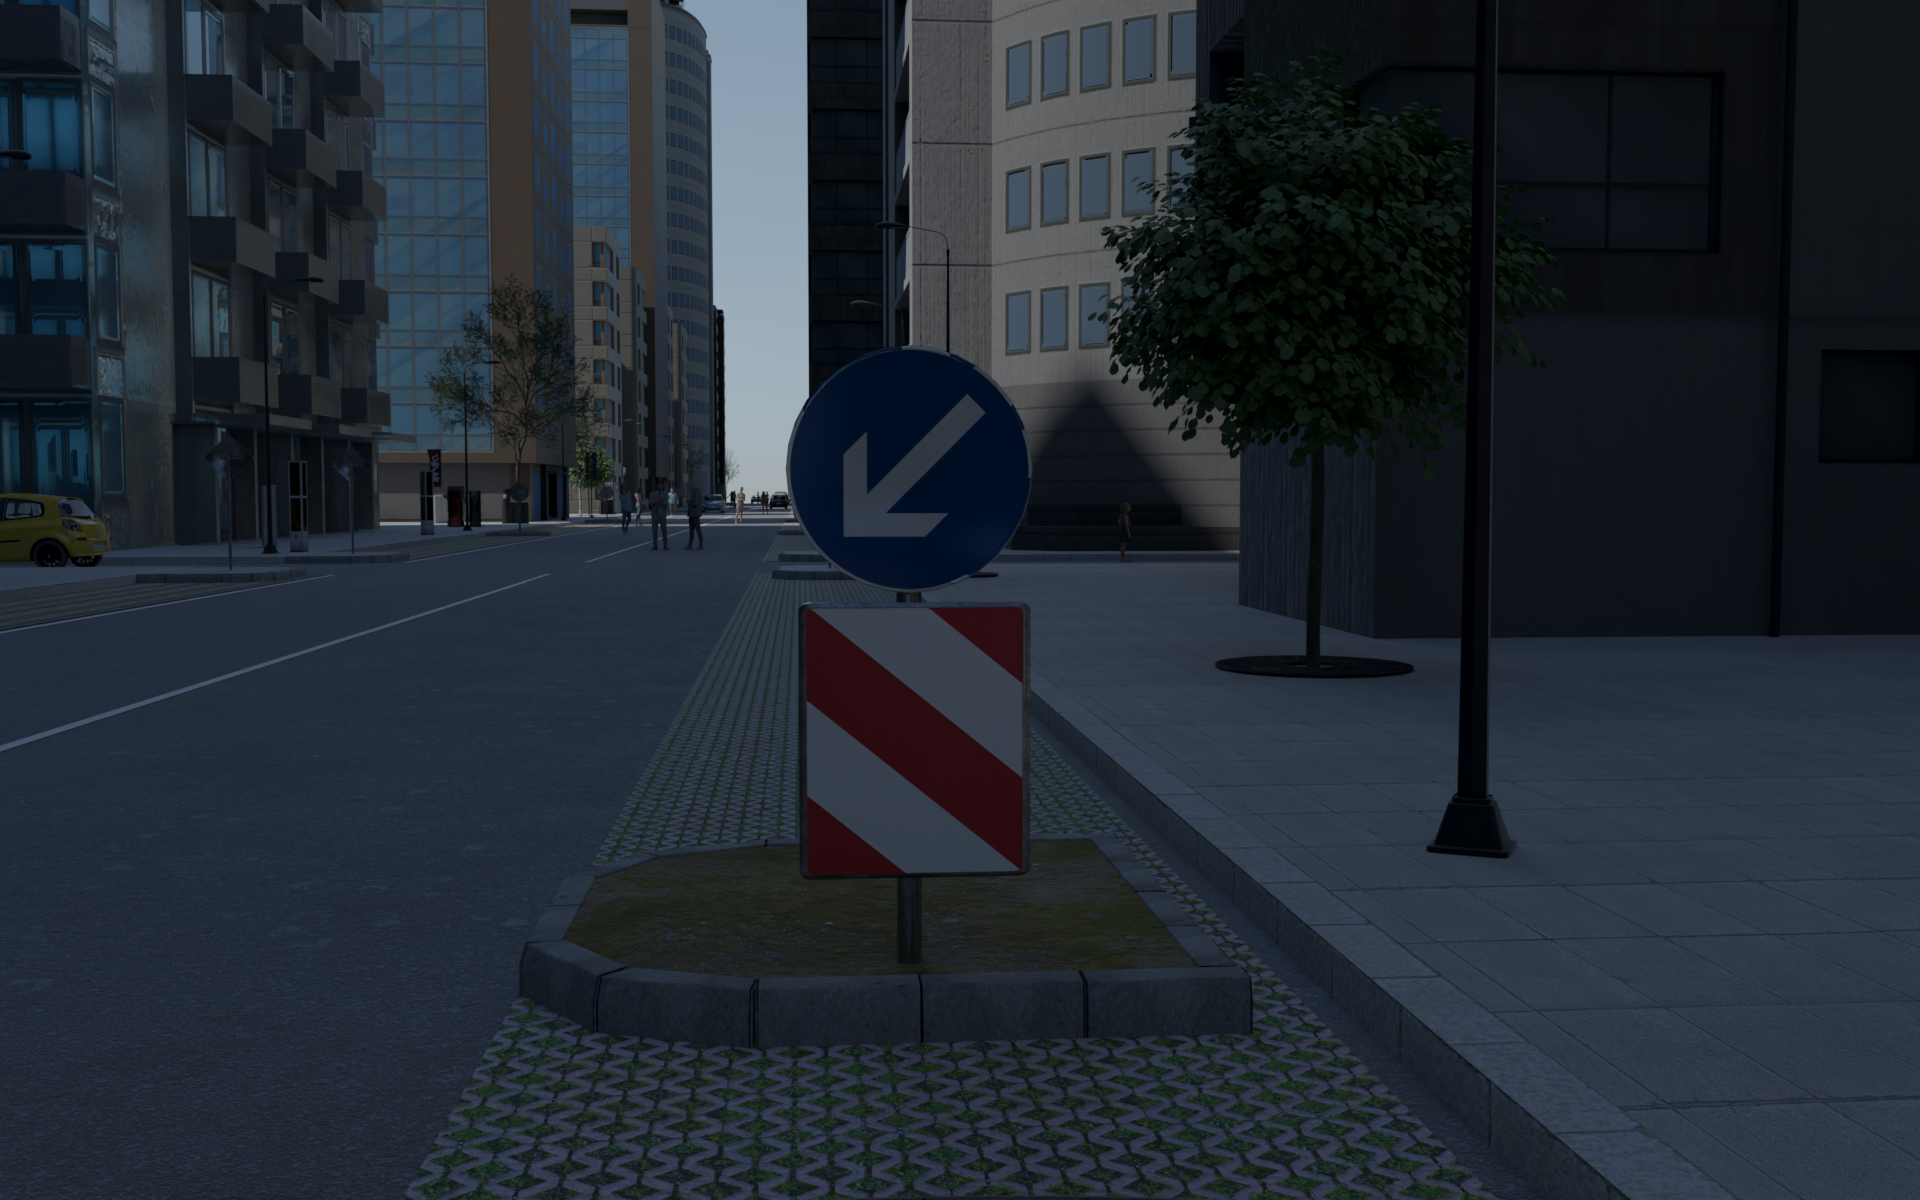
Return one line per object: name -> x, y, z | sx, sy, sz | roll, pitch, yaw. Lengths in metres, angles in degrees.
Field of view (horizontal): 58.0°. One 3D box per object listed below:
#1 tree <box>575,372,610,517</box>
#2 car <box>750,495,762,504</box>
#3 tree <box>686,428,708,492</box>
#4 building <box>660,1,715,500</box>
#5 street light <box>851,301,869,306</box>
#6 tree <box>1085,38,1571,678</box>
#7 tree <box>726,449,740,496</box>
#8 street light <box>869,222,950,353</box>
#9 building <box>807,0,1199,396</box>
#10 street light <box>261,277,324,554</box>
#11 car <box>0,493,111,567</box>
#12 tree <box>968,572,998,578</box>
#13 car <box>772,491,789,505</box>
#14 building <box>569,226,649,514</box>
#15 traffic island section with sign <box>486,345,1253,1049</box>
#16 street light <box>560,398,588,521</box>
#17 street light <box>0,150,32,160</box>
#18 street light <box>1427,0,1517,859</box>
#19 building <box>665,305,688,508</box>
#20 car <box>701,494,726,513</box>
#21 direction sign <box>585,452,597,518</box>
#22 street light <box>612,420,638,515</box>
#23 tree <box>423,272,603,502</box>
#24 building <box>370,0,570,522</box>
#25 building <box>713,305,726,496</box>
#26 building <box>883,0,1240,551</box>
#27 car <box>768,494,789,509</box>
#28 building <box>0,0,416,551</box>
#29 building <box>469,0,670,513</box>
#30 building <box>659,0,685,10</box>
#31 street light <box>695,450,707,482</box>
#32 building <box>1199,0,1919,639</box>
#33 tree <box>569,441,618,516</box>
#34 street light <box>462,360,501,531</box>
tree -> -21.751, -9.055, 98.409 | 4.360, 8.622, 3.978 | 0, 3, 0
car -> -30.527, -15.149, 260.264 | 1.945, 1.354, 3.894 | 0, 4, -4
tree -> -29.436, -14.468, 186.906 | 4.360, 8.622, 3.978 | 0, 3, 0
building -> -40.785, -40.670, 206.958 | 21.231, 58.520, 28.212 | 0, 4, -5
street light -> -1.922, -4.237, 41.812 | 1.470, 5.913, 1.316 | 0, 4, -5
tree -> 2.627, -1.763, 12.535 | 4.285, 4.588, 4.351 | 0, 3, 0
tree -> -36.525, -19.617, 271.104 | 4.360, 8.622, 3.978 | 0, 3, 0
street light -> -0.744, -3.499, 29.753 | 1.470, 5.913, 1.316 | 0, 4, -5
building -> 0.905, -18.217, 69.544 | 14.160, 30.474, 14.107 | 0, 4, -5
street light -> -14.290, -3.949, 37.105 | 1.470, 5.913, 1.316 | 0, 4, -5
car -> -18.381, -1.388, 32.912 | 3.980, 1.641, 2.015 | 0, 4, -3
tree -> 0.183, -1.980, 26.980 | 1.663, 3.219, 1.824 | 0, 3, 0
car -> -23.126, -13.140, 223.513 | 2.281, 1.827, 5.304 | 0, 4, -7
building -> -37.887, -17.135, 125.204 | 27.650, 21.520, 28.899 | 0, 4, -5
traffic island section with sign -> -0.306, 0.197, 5.415 | 1.989, 1.847, 2.006 | 0, 4, -5
street light -> -18.581, -6.786, 83.484 | 1.470, 5.913, 1.316 | 0, 4, -5
street light -> -13.231, -3.116, 23.483 | 1.470, 5.913, 1.316 | 0, 4, -5
street light -> 1.313, -2.049, 6.044 | 1.470, 5.913, 1.316 | 0, 4, -5
building -> -41.440, -19.793, 168.661 | 27.650, 21.520, 28.899 | 0, 4, -5
car -> -18.936, -7.396, 132.929 | 2.014, 1.417, 4.499 | 0, 4, -6
direction sign -> -19.923, -6.215, 93.608 | 0.379, 3.537, 0.876 | 2, 4, 29
street light -> -21.063, -8.280, 107.915 | 1.470, 5.913, 1.316 | 0, 4, -5
tree -> -19.108, -8.529, 73.867 | 8.767, 10.594, 7.601 | 1, 4, 12
building -> -26.766, -26.529, 83.862 | 14.600, 45.320, 14.200 | 0, 4, -5
building -> -42.590, -29.861, 259.930 | 14.160, 30.474, 14.107 | 0, 4, -5
building -> 12.339, -30.924, 47.603 | 28.212, 58.520, 21.231 | 0, 4, -5
car -> -17.463, -9.591, 166.597 | 2.009, 1.686, 4.222 | 0, 4, -7
building -> -29.817, -26.263, 49.003 | 23.786, 49.044, 30.456 | 0, 4, -5
building -> -32.400, -30.401, 147.163 | 14.600, 45.320, 14.200 | 0, 4, -5
building -> -44.930, -56.436, 235.398 | 22.319, 86.520, 31.000 | 0, 4, -5
street light -> -27.974, -12.947, 184.219 | 1.470, 5.913, 1.316 | 0, 4, -5
building -> 10.030, -15.301, 21.878 | 14.160, 30.474, 14.107 | 0, 4, -5
tree -> -22.192, -7.318, 103.363 | 4.285, 4.588, 4.351 | 0, 3, 0
street light -> -16.641, -5.366, 60.276 | 1.470, 5.913, 1.316 | 0, 4, -5
